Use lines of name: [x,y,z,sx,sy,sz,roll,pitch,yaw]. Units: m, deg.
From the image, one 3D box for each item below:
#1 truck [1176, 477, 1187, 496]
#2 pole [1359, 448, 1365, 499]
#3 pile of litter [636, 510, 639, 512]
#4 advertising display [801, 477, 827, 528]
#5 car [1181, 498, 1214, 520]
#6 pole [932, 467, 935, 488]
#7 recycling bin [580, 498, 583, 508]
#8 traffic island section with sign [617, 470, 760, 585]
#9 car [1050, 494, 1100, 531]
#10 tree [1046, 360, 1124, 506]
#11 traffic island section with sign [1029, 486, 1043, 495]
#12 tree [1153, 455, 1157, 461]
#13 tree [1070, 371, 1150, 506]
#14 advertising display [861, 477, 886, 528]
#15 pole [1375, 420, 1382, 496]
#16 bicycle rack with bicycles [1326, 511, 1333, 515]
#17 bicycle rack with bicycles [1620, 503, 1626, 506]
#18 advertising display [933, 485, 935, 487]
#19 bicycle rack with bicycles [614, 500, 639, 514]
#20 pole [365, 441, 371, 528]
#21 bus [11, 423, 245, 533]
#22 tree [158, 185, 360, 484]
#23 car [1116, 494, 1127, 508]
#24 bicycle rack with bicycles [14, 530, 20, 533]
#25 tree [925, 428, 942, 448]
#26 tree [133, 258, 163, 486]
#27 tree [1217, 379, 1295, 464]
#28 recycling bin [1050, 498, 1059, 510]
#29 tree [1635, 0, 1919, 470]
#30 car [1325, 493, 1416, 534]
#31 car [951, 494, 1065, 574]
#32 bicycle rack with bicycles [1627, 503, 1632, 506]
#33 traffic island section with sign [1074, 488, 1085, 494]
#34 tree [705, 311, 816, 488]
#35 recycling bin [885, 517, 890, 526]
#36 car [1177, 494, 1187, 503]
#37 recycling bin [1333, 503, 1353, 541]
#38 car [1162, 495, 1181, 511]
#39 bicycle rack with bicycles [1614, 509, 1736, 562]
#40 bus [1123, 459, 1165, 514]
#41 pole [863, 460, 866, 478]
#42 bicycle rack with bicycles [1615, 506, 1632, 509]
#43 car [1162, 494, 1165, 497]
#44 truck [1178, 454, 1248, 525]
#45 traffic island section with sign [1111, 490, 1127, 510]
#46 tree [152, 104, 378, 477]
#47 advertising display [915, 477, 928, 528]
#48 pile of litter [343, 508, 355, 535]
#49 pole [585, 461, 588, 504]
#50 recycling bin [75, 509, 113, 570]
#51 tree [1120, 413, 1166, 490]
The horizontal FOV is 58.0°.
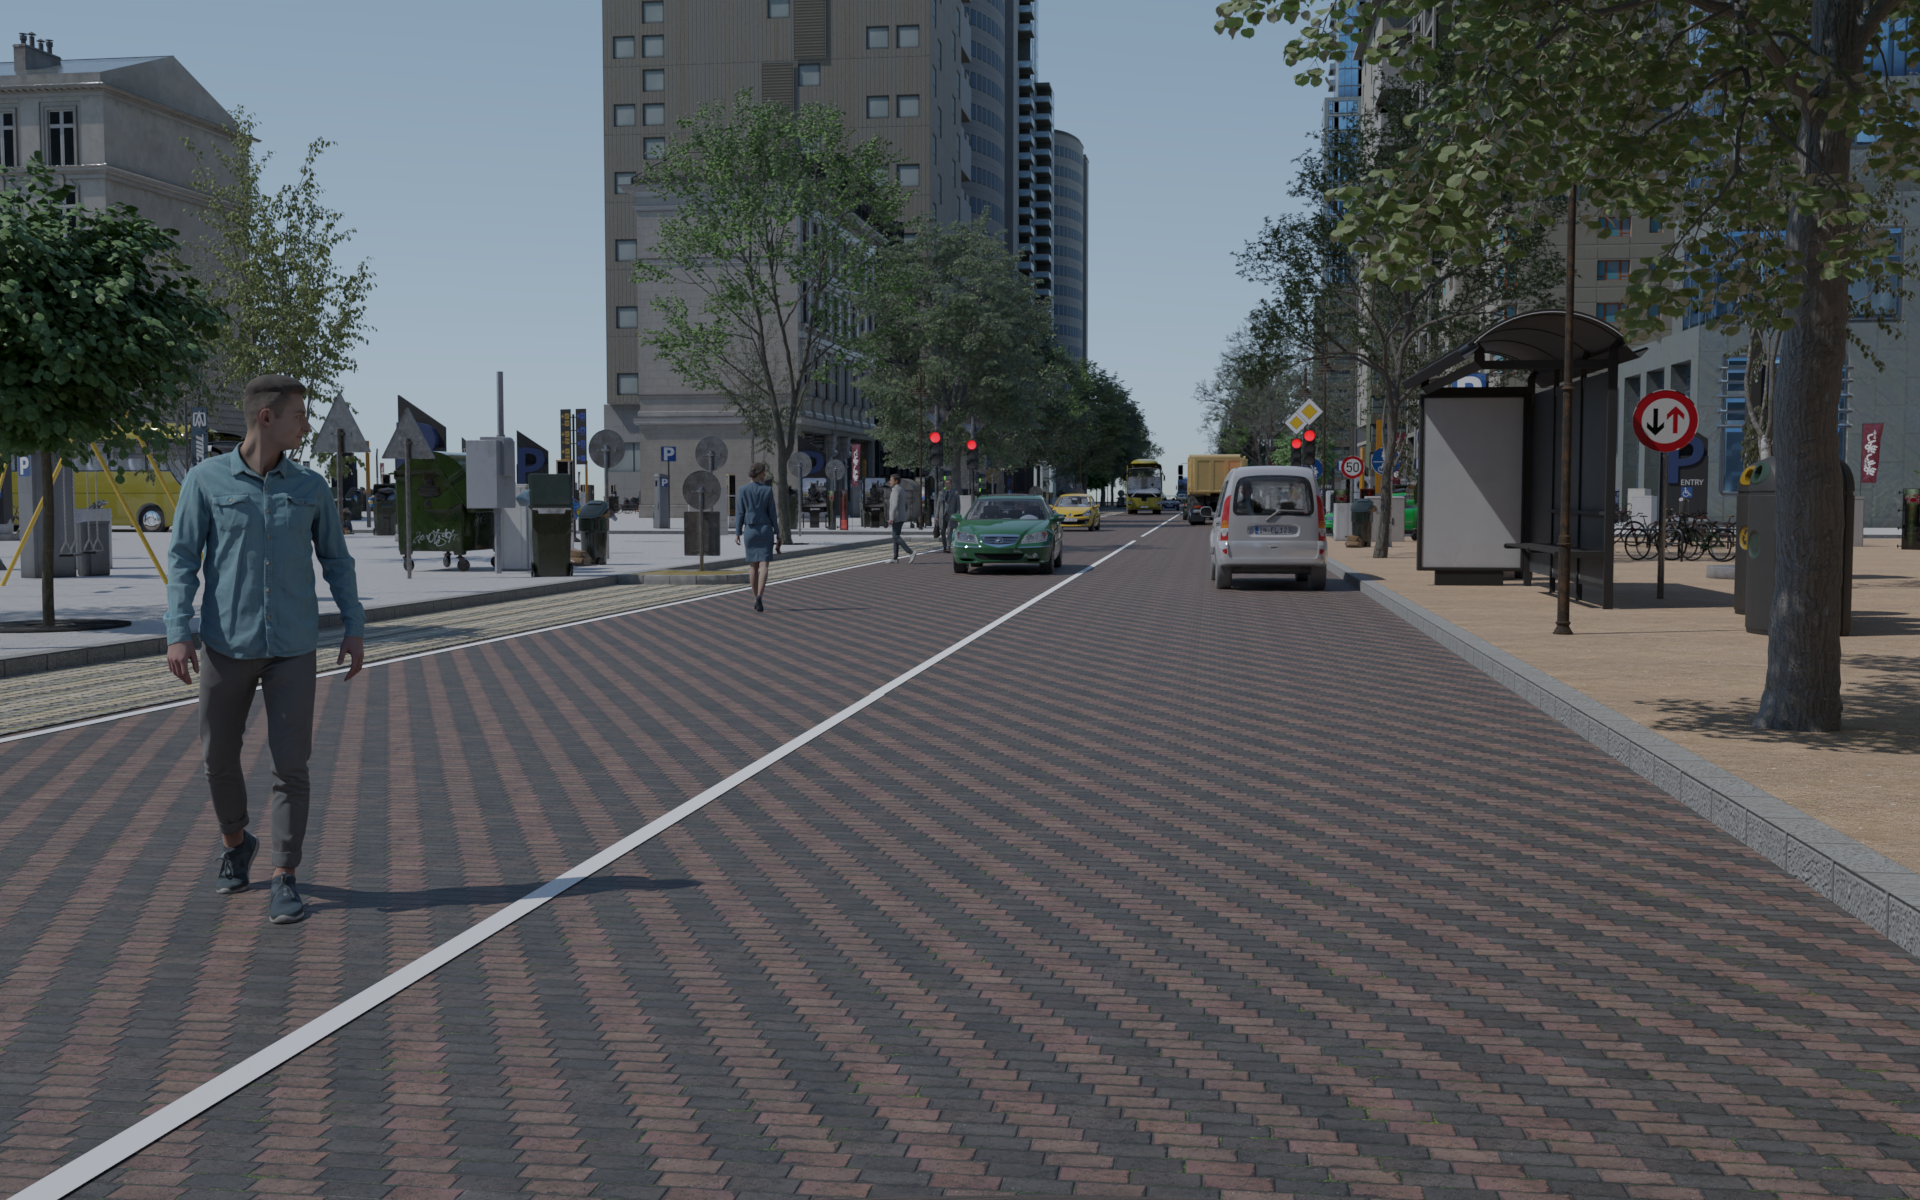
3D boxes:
truck: [36.298,-17.712,279.343,2.967,4.110,18.799,0,4,7]
pole: [17.640,-5.027,76.029,0.158,3.312,0.155,0,3,0]
pile of litter: [-22.421,-6.651,122.710,1.176,0.858,1.719,-1,4,-23]
advertising display: [-5.505,-3.689,65.522,0.974,1.923,0.123,0,4,-6]
car: [13.282,-5.299,96.425,2.009,1.686,4.222,1,4,8]
pole: [-1.958,-8.285,129.300,0.158,3.312,0.155,0,3,0]
recycling bin: [-27.540,-6.835,124.304,0.722,1.027,0.722,-2,4,-34]
traffic island section with sign: [-4.302,-1.190,28.082,1.989,1.847,2.006,1,4,8]
car: [4.504,-3.513,67.661,2.015,1.641,3.980,1,4,10]
tree: [11.024,-13.963,146.420,7.486,12.596,7.792,0,3,0]
traffic island section with sign: [3.631,-4.510,82.368,1.989,1.847,2.006,1,4,8]
tree: [30.439,-20.337,282.869,4.737,8.622,4.395,0,3,0]
tree: [14.683,-16.644,178.782,9.857,13.997,8.962,0,3,0]
advertising display: [-3.232,-3.695,65.621,0.974,1.923,0.123,-2,4,-33]
pole: [11.527,-3.295,47.715,0.158,3.312,0.155,0,3,0]
bicycle rack with bicycles: [15.498,-3.259,66.673,2.852,0.926,2.925,3,4,37]
bicycle rack with bicycles: [22.083,-3.032,62.956,2.925,0.926,2.852,0,4,-4]
advertising display: [-1.628,-7.341,125.237,0.123,1.923,0.974,2,4,34]
bicycle rack with bicycles: [-22.036,-6.074,112.688,2.925,0.926,2.852,0,4,-2]
pole: [-22.630,-4.427,66.222,0.158,3.312,0.155,0,3,0]
bus: [-30.747,-4.255,61.114,12.252,3.916,2.896,1,4,10]
tree: [-16.119,-5.555,41.191,4.360,8.622,3.978,0,3,0]
car: [15.765,-9.475,163.718,1.959,1.807,4.718,1,4,9]
bicycle rack with bicycles: [-29.518,-2.406,52.723,2.925,0.926,2.852,0,4,-4]
tree: [-0.536,-10.494,121.941,4.737,8.622,4.395,0,3,0]
tree: [-22.555,-6.122,50.462,4.360,8.622,3.978,0,3,0]
tree: [28.459,-15.143,164.601,9.611,12.733,9.660,0,3,0]
recycling bin: [6.537,-6.298,115.534,0.722,1.027,0.722,3,5,41]
tree: [10.996,-4.443,23.005,4.360,8.622,3.978,0,3,0]
car: [13.640,-2.775,54.159,4.718,1.807,1.959,1,4,9]
car: [0.951,-1.281,32.737,2.131,1.459,4.920,0,4,6]
bicycle rack with bicycles: [25.985,-3.356,68.258,2.925,0.926,2.852,-1,4,-10]
traffic island section with sign: [7.582,-6.162,109.370,1.989,1.847,2.006,1,4,8]
tree: [-7.867,-7.218,68.370,4.360,8.622,3.978,0,3,0]
recycling bin: [-3.345,-3.529,70.259,0.722,1.027,0.722,3,4,39]
car: [33.567,-15.391,261.870,2.015,1.641,3.980,1,4,9]
recycling bin: [10.640,-2.141,47.555,0.722,1.027,0.722,1,4,10]
car: [18.114,-8.390,149.751,1.945,1.354,3.894,0,4,7]
bicycle rack with bicycles: [14.052,-1.243,33.711,2.852,0.926,2.925,-1,4,-23]
bus: [13.430,-8.211,125.799,2.896,3.916,12.252,0,4,7]
pole: [-5.649,-6.641,102.417,0.158,3.312,0.155,0,3,0]
bicycle rack with bicycles: [17.413,-1.728,41.635,2.925,0.926,2.852,2,4,29]
car: [31.737,-16.072,272.994,2.015,1.641,3.980,0,4,7]
truck: [12.277,-5.346,83.335,3.469,3.379,9.791,0,4,6]
traffic island section with sign: [14.895,-9.223,159.425,1.989,1.847,2.006,1,4,8]
tree: [-13.054,-5.058,33.058,4.737,8.622,4.395,0,3,0]
advertising display: [-1.493,-3.763,66.731,0.123,1.923,0.974,-2,4,-24]
pile of litter: [-19.813,-2.512,55.044,1.176,0.858,1.719,0,4,-8]
pole: [-22.703,-6.817,105.293,0.158,3.312,0.155,0,3,0]
recycling bin: [-14.989,-1.054,29.792,0.722,1.027,0.722,-2,4,-26]
tree: [22.682,-19.212,231.118,9.611,12.733,9.660,0,3,0]
